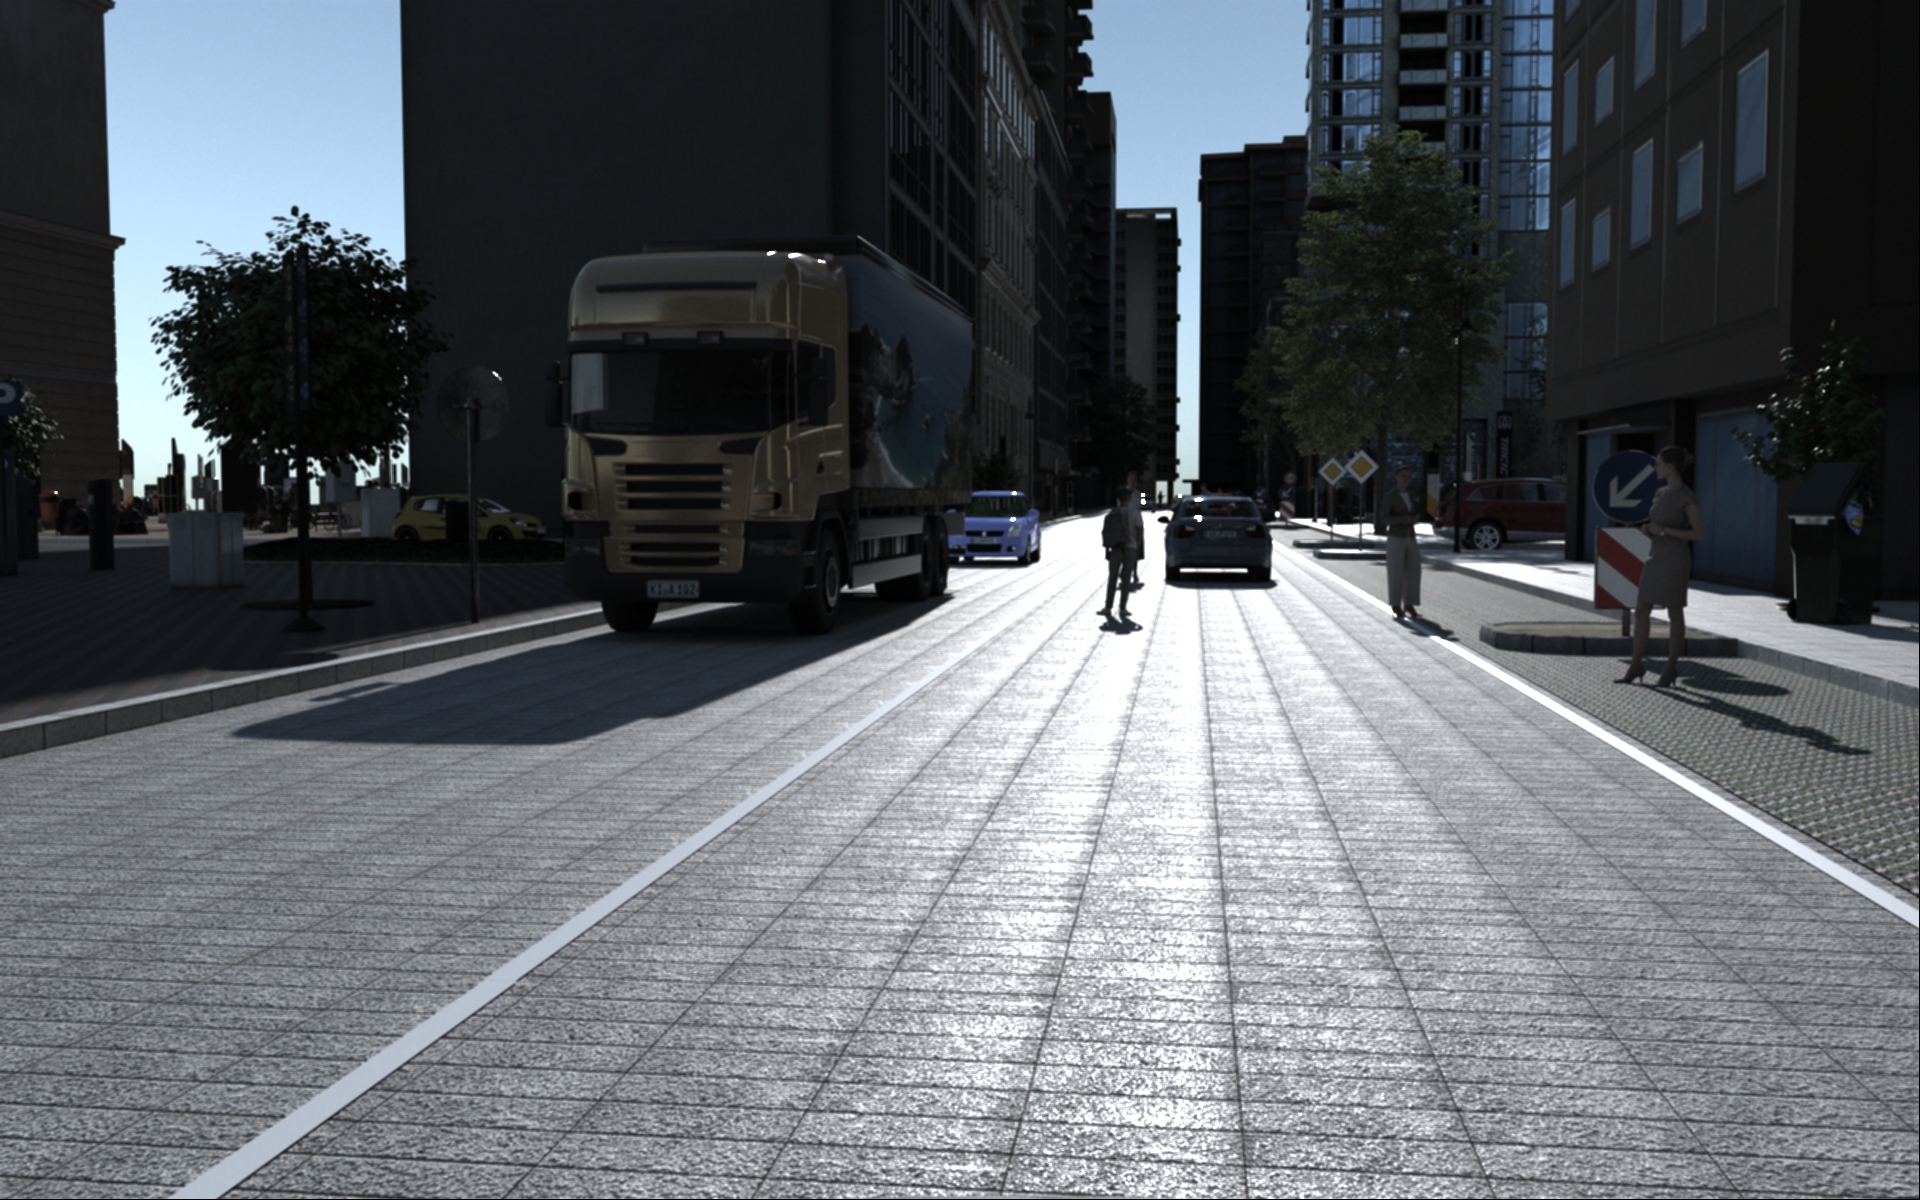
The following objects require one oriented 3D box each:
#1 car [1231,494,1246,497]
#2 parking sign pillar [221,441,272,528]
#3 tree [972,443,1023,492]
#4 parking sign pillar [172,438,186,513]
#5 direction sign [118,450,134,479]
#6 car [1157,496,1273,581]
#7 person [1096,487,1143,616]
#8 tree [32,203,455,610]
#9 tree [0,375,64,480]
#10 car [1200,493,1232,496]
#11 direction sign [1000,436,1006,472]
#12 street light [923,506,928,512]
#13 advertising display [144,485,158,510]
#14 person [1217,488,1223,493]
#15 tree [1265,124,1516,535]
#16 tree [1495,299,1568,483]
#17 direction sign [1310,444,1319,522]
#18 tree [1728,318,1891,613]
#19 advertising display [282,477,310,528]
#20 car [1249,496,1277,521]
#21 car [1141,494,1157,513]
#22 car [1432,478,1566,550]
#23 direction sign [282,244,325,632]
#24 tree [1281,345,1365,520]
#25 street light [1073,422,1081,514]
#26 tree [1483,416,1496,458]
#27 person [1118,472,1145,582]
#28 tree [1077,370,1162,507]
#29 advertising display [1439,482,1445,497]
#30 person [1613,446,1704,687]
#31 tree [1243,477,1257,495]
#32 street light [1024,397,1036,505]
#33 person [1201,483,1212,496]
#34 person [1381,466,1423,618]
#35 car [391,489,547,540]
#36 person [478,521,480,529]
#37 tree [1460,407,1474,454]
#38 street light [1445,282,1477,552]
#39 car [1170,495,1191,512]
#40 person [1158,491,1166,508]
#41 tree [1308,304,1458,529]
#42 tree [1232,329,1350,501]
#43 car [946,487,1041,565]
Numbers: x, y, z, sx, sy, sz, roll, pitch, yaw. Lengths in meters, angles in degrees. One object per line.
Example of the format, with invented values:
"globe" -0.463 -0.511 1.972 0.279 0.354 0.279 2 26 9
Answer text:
"car" 21.705 -7.688 135.489 2.009 1.686 4.222 0 4 8
"parking sign pillar" -27.555 -4.756 66.225 1.447 3.967 1.447 1 4 13
"tree" 1.281 -4.352 65.749 1.663 3.219 1.824 0 3 0
"parking sign pillar" -37.829 -5.836 83.887 1.447 3.967 1.447 -1 4 -18
"direction sign" -43.434 -6.010 90.253 0.379 3.537 0.876 2 4 30
"car" 4.427 -1.100 29.991 2.014 1.417 4.499 0 4 6
"person" 1.878 -0.571 20.424 0.503 1.515 0.523 -1 4 -19
"tree" -7.434 -2.208 19.808 4.285 4.588 4.351 0 3 0
"tree" -22.750 -3.464 40.349 4.285 4.588 4.351 0 3 0
"car" 10.415 -3.763 70.559 2.155 1.783 4.494 1 4 9
"direction sign" 1.671 -4.630 67.692 0.379 3.537 0.876 -1 4 -13
"street light" -0.978 -4.634 48.560 0.468 5.910 1.993 0 4 8
"advertising display" -54.800 -6.864 117.434 0.974 1.923 0.123 0 4 8
"person" 17.133 -6.486 114.458 0.656 1.842 0.836 -1 4 -14
"tree" 13.519 -8.286 53.607 7.486 12.596 7.792 0 3 0
"tree" 21.759 -6.797 61.485 4.360 8.622 3.978 0 3 0
"direction sign" 16.107 -5.302 78.683 0.379 3.537 0.876 -1 4 -12
"tree" 9.683 -1.502 19.154 1.663 3.219 1.824 0 3 0
"advertising display" -25.273 -3.716 65.970 0.974 1.923 0.123 -1 4 -9
"car" 15.903 -4.867 92.161 1.945 1.354 3.894 1 4 9
"car" 14.096 -7.394 132.887 2.014 1.417 4.499 0 4 6
"car" 14.180 -2.034 41.933 5.304 1.827 2.281 1 4 10
"direction sign" -6.163 -1.478 16.162 0.379 3.537 0.876 -2 4 -34
"tree" 17.459 -8.179 84.081 4.360 8.622 3.978 0 3 0
"street light" 7.512 -8.506 111.856 0.468 5.910 1.993 0 4 8
"tree" 37.248 -10.092 115.371 4.360 8.622 3.978 0 3 0
"person" 2.791 -1.214 28.579 0.478 1.798 0.641 -1 4 -10
"tree" 15.907 -16.611 178.239 9.857 13.997 8.962 0 3 0
"advertising display" 26.280 -5.537 95.742 0.974 1.923 0.123 1 4 15
"person" 5.168 -0.242 12.790 0.374 1.781 0.599 -1 4 -17
"tree" 33.058 -12.415 197.589 1.663 3.219 1.824 0 3 0
"street light" 3.265 -6.614 80.934 0.468 5.910 1.993 0 4 8
"person" 8.844 -3.260 61.826 0.620 1.820 0.660 -2 4 -35
"person" 5.133 -0.671 20.026 0.519 1.759 0.362 -2 4 -28
"car" -12.953 -2.177 45.822 3.980 1.641 2.015 1 4 9
"person" -12.393 -1.853 43.817 0.505 1.210 0.382 -1 4 -16
"tree" 27.767 -9.230 101.266 4.737 8.622 4.395 0 3 0
"street light" 10.947 -3.988 37.990 0.468 5.910 1.993 0 4 8
"car" 18.407 -7.998 143.126 2.083 1.381 4.827 0 4 8
"person" 20.824 -10.372 178.610 0.750 1.759 0.617 -1 4 -17
"tree" 15.016 -6.909 63.329 4.737 8.622 4.395 0 3 0
"tree" 20.766 -11.139 107.872 9.928 11.665 9.643 0 3 0
"car" 0.731 -1.634 36.309 1.945 1.707 3.694 0 4 8
